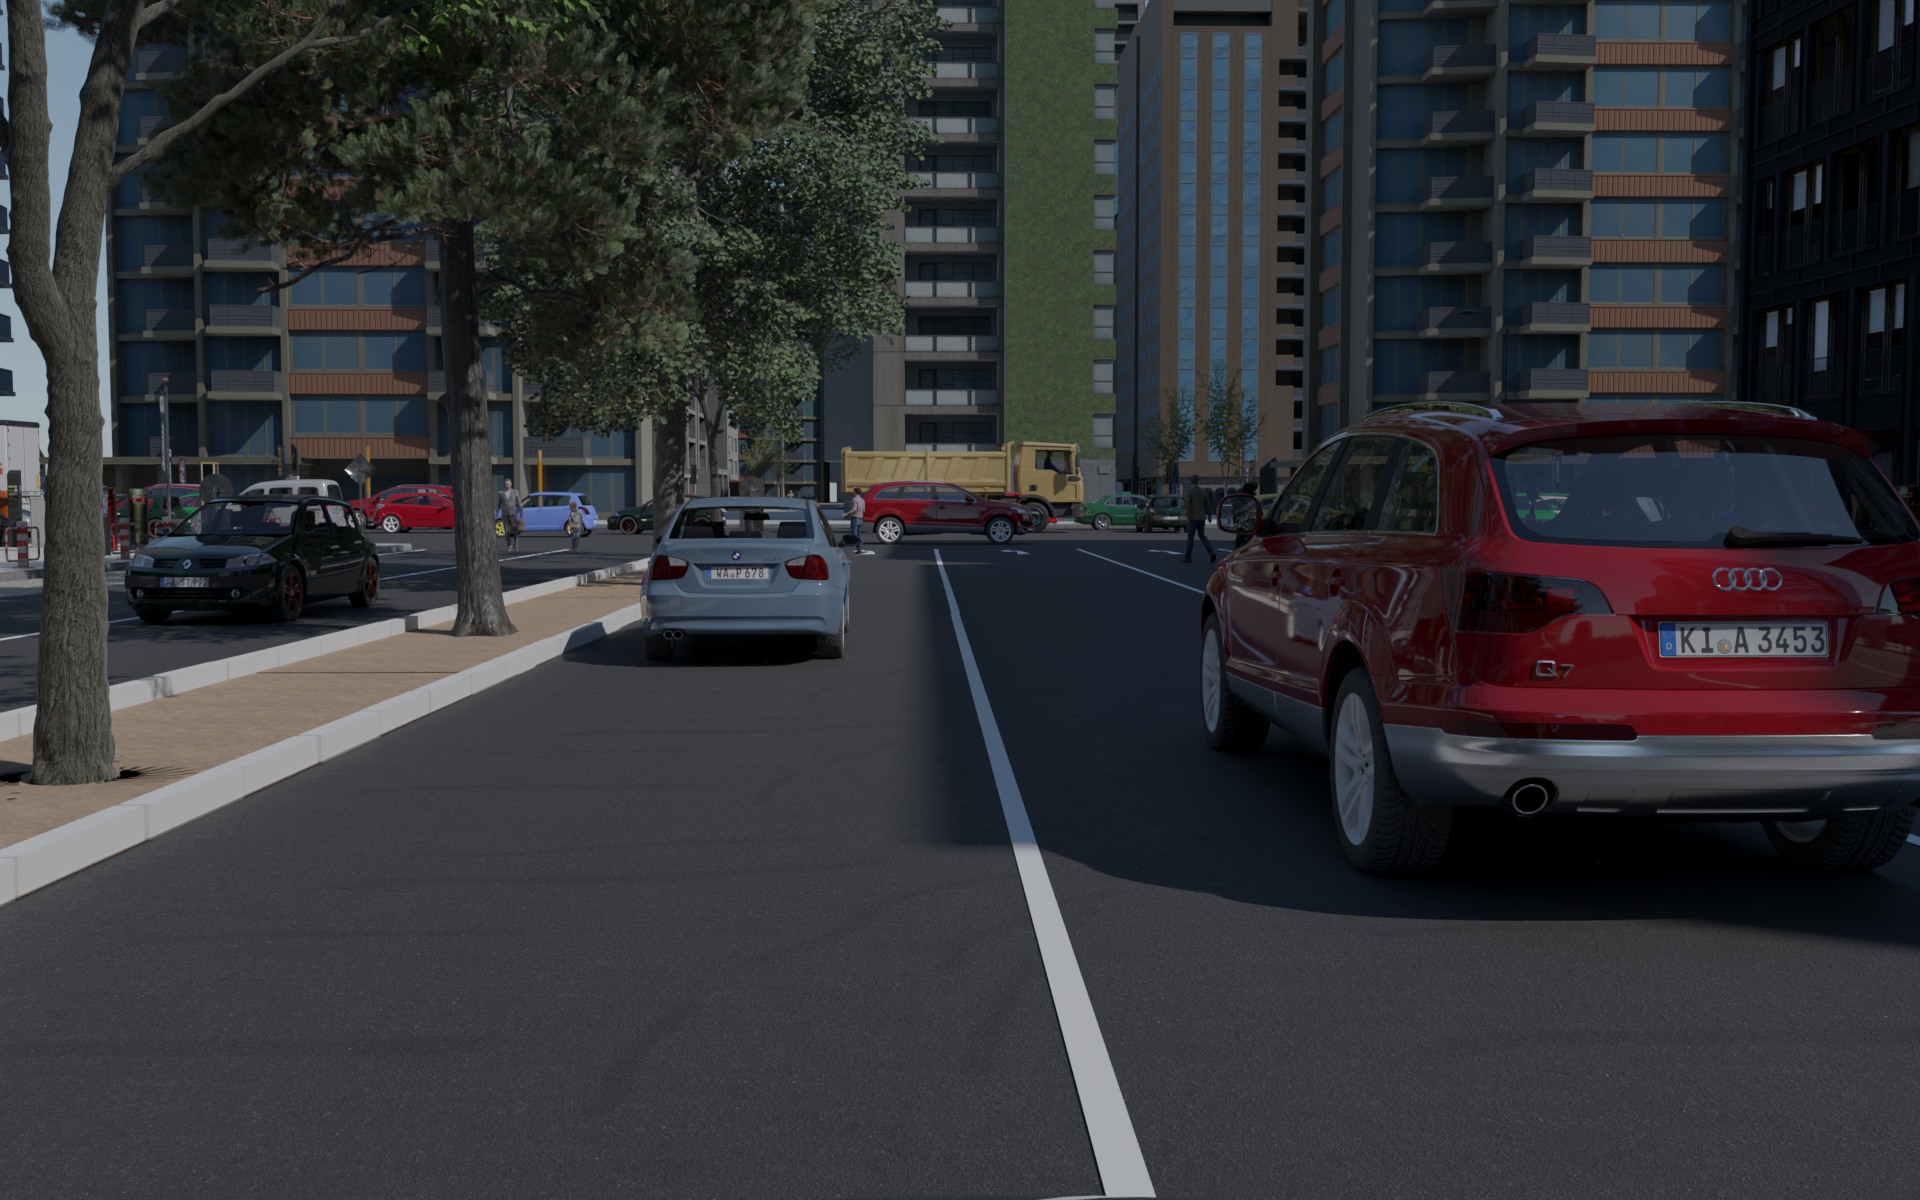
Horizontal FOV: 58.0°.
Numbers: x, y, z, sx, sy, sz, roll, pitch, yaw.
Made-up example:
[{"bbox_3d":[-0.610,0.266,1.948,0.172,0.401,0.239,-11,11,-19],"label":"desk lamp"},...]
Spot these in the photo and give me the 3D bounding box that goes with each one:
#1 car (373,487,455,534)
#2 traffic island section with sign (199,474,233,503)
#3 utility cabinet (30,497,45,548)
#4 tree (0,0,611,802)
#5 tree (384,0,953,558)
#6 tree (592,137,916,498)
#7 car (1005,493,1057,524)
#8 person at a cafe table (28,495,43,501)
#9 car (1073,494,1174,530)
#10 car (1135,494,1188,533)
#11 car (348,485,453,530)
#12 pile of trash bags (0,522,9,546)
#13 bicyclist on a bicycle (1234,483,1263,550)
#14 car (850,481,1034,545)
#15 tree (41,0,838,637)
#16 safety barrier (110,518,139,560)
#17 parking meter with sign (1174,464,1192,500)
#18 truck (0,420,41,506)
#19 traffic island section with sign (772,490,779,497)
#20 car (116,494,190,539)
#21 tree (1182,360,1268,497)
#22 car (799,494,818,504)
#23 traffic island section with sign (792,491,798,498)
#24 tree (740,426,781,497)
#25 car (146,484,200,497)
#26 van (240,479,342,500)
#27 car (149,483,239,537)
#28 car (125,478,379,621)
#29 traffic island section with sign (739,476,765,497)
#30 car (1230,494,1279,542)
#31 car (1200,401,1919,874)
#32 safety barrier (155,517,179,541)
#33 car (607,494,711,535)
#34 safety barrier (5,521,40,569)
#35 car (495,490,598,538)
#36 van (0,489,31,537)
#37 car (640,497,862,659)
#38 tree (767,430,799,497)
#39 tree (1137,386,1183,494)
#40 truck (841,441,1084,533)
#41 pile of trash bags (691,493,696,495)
[{"bbox_3d":[-19.256,-3.348,63.776,4.494,1.783,2.155,0,4,-3],"label":"car"},{"bbox_3d":[-14.424,-1.500,33.151,1.989,1.847,2.006,0,4,-1],"label":"traffic island section with sign"},{"bbox_3d":[-21.655,-1.853,41.465,1.020,1.237,0.306,-1,4,-18],"label":"utility cabinet"},{"bbox_3d":[-4.311,-4.890,8.165,9.928,11.665,9.643,0,3,0],"label":"tree"},{"bbox_3d":[-4.579,-7.194,26.741,9.857,13.997,8.962,0,3,0],"label":"tree"},{"bbox_3d":[-5.101,-6.102,36.641,8.767,10.594,7.601,0,4,-1],"label":"tree"},{"bbox_3d":[1.657,-3.683,69.265,4.494,1.783,2.155,0,4,-3],"label":"car"},{"bbox_3d":[-64.325,-6.951,122.171,1.698,1.524,1.622,0,4,-7],"label":"person at a cafe table"},{"bbox_3d":[6.991,-3.527,69.460,4.920,1.459,2.131,0,4,-1],"label":"car"},{"bbox_3d":[7.633,-3.386,65.149,2.009,1.686,4.222,0,4,-1],"label":"car"},{"bbox_3d":[-22.619,-3.782,70.508,5.304,1.827,2.281,0,4,-1],"label":"car"},{"bbox_3d":[-24.121,-2.000,42.446,1.912,1.369,3.447,0,4,0],"label":"pile of trash bags"},{"bbox_3d":[4.901,-1.201,29.661,1.499,1.676,1.625,0,4,-2],"label":"bicyclist on a bicycle"},{"bbox_3d":[-0.513,-2.525,49.965,5.304,1.827,2.281,0,4,-1],"label":"car"},{"bbox_3d":[-5.065,-6.574,17.366,7.806,13.903,7.818,0,3,0],"label":"tree"},{"bbox_3d":[-16.247,-1.187,33.689,0.300,0.817,1.120,0,4,-1],"label":"safety barrier"},{"bbox_3d":[13.122,-6.305,99.346,1.738,3.016,0.543,0,4,6],"label":"parking meter with sign"},{"bbox_3d":[-41.447,-4.733,66.306,11.283,4.237,2.839,0,4,-1],"label":"truck"},{"bbox_3d":[-17.572,-9.569,165.086,1.989,1.847,2.006,0,4,-1],"label":"traffic island section with sign"},{"bbox_3d":[-27.306,-2.860,56.541,4.222,1.686,2.009,0,4,-3],"label":"car"},{"bbox_3d":[14.620,-8.829,94.712,4.737,8.622,4.395,0,3,0],"label":"tree"},{"bbox_3d":[-15.770,-10.272,179.947,2.014,1.417,4.499,0,4,0],"label":"car"},{"bbox_3d":[-18.194,-11.218,192.034,1.989,1.847,2.006,0,4,-1],"label":"traffic island section with sign"},{"bbox_3d":[-21.324,-14.373,185.354,4.737,8.622,4.395,0,3,0],"label":"tree"},{"bbox_3d":[-30.454,-3.515,66.141,5.304,1.827,2.281,0,4,-3],"label":"car"},{"bbox_3d":[-19.898,-2.615,49.774,4.112,2.044,2.013,0,4,-1],"label":"van"},{"bbox_3d":[-25.802,-3.055,58.752,4.718,1.807,1.959,0,4,-2],"label":"car"},{"bbox_3d":[-8.355,-0.669,20.717,2.009,1.686,4.222,0,4,0],"label":"car"},{"bbox_3d":[-5.334,-2.181,43.799,2.006,1.907,1.989,0,4,-1],"label":"traffic island section with sign"},{"bbox_3d":[9.912,-2.478,50.746,3.980,1.641,2.015,0,4,-2],"label":"car"},{"bbox_3d":[2.449,0.035,8.099,2.281,1.827,5.304,0,4,-2],"label":"car"},{"bbox_3d":[-16.294,-1.305,35.611,0.300,0.817,1.120,0,4,-1],"label":"safety barrier"},{"bbox_3d":[-10.473,-3.184,61.841,4.222,1.686,2.009,0,4,1],"label":"car"},{"bbox_3d":[-16.155,-0.953,29.854,0.300,0.817,1.120,0,4,-1],"label":"safety barrier"},{"bbox_3d":[-13.974,-2.942,57.698,3.694,1.707,1.945,0,4,-1],"label":"car"},{"bbox_3d":[-32.080,-3.042,56.751,4.112,2.044,2.013,0,4,-1],"label":"van"},{"bbox_3d":[-1.935,-0.265,16.341,2.014,1.417,4.499,0,4,-3],"label":"car"},{"bbox_3d":[-20.787,-15.260,199.866,4.360,8.622,3.978,0,3,0],"label":"tree"},{"bbox_3d":[14.026,-10.044,114.584,4.737,8.622,4.395,0,3,0],"label":"tree"},{"bbox_3d":[0.523,-4.187,64.382,9.791,3.379,3.469,0,4,-3],"label":"truck"},{"bbox_3d":[-20.625,-7.703,135.702,1.912,1.369,3.447,0,4,2],"label":"pile of trash bags"}]
